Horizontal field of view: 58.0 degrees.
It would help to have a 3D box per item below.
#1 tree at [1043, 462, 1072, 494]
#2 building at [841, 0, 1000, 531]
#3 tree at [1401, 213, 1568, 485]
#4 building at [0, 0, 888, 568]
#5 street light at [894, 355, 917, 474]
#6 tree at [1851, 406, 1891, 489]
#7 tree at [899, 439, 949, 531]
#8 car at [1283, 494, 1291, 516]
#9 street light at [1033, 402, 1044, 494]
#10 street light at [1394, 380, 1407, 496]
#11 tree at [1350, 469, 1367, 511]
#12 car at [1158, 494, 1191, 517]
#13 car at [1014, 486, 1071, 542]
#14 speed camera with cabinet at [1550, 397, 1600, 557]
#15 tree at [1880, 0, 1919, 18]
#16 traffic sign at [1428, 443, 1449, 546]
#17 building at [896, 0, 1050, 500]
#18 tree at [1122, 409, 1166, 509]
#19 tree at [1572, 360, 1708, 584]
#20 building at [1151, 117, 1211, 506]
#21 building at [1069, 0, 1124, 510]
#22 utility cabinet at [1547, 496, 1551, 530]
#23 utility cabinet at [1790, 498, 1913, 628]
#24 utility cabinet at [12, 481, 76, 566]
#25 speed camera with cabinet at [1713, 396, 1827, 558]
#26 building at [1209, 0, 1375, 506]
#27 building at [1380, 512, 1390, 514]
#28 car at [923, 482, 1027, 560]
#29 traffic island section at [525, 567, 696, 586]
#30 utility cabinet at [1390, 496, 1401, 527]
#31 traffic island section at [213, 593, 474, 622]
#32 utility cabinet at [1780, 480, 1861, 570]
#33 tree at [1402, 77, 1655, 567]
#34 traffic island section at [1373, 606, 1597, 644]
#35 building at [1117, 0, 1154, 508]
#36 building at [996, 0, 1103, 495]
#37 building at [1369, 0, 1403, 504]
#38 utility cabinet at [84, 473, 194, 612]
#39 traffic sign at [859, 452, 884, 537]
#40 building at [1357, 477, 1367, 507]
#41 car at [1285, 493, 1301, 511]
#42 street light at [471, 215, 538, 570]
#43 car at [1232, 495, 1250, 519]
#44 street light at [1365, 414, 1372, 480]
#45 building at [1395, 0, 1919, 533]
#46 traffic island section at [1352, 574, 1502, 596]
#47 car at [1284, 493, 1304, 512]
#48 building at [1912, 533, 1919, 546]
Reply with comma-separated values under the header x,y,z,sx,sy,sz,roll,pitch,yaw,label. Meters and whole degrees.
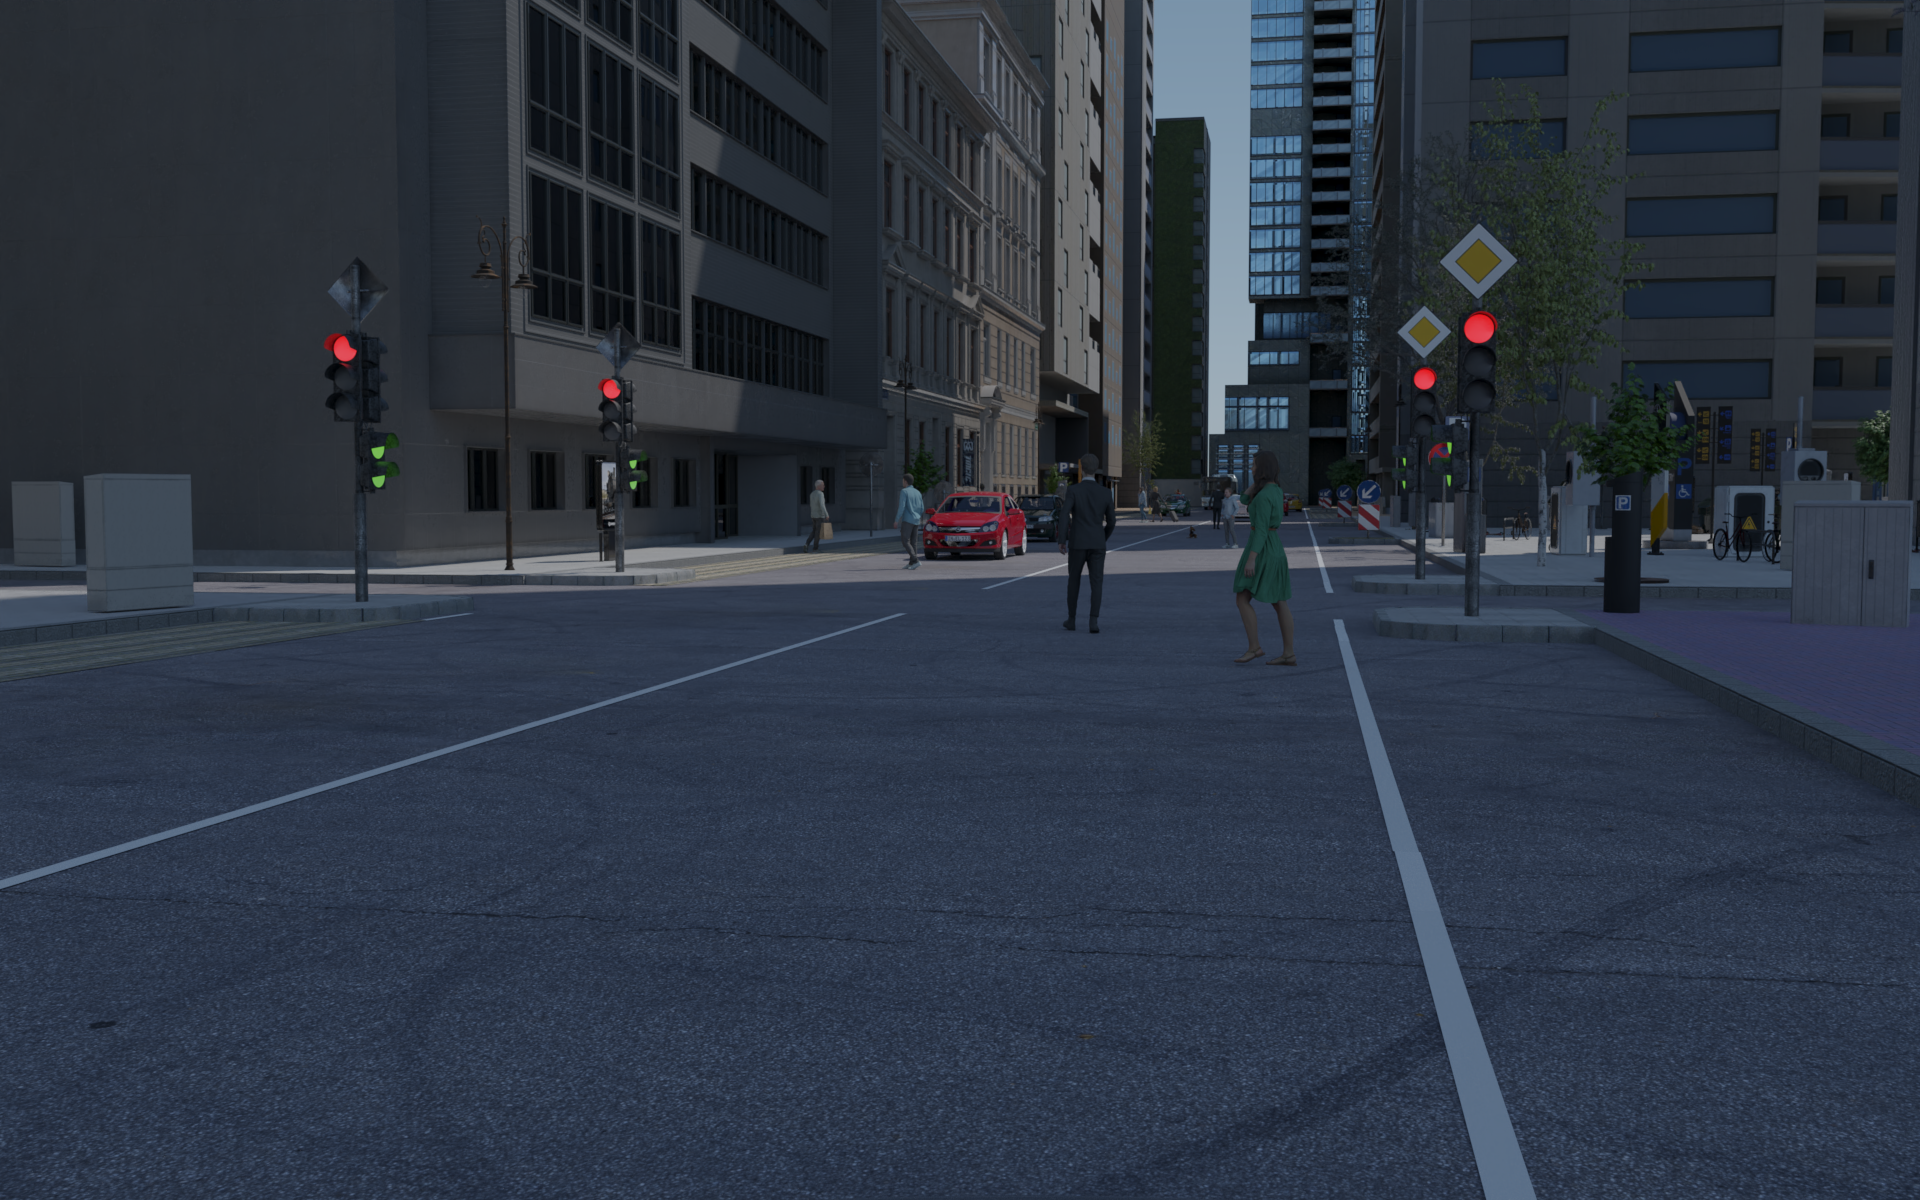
x,y,z,sx,sy,sz,roll,pitch,yaw,label
5.602,-6.579,102.161,1.663,3.219,1.824,0,3,0,tree
-5.896,-14.342,70.650,11.583,22.565,21.152,1,4,11,building
13.467,-5.802,45.226,4.360,8.622,3.978,0,3,0,tree
-12.163,-13.820,45.024,14.314,24.678,30.058,1,4,11,building
-1.812,-5.200,57.806,0.468,5.910,1.993,1,4,11,street light
32.639,-4.680,60.230,4.285,4.588,4.351,0,3,0,tree
-1.196,-4.039,60.632,1.663,3.219,1.824,0,3,0,tree
20.754,-6.432,114.210,2.155,1.783,4.494,1,4,10,car
3.943,-6.986,87.016,0.468,5.910,1.993,1,4,11,street light
17.506,-5.887,69.042,0.468,5.910,1.993,1,4,11,street light
30.853,-8.518,133.875,1.663,3.219,1.824,0,3,0,tree
13.838,-6.103,111.581,2.131,1.459,4.920,1,4,12,car
2.322,-2.633,52.835,2.009,1.686,4.222,1,4,12,car
12.780,-2.547,35.987,0.660,3.252,2.038,0,4,7,speed camera with cabinet
6.876,-5.981,8.166,12.009,13.543,11.850,0,3,0,tree
11.957,-2.611,42.801,0.768,2.556,0.104,1,4,15,traffic sign
-3.322,-18.657,90.947,13.634,28.700,20.117,1,4,11,building
15.848,-12.137,148.796,4.737,8.622,4.395,0,3,0,tree
9.703,-1.876,25.268,1.663,3.219,1.824,0,3,0,tree
20.395,-31.104,192.143,14.086,41.232,14.154,1,4,11,building
5.329,-29.807,137.463,14.600,45.320,14.200,1,4,11,building
21.138,-3.060,61.191,1.020,1.237,0.306,1,4,20,utility cabinet
8.734,-0.356,16.978,1.020,1.237,0.306,2,4,33,utility cabinet
-16.175,-1.340,30.592,1.173,1.500,0.318,1,4,23,utility cabinet
16.367,-2.485,34.970,2.038,3.252,0.660,0,4,-3,speed camera with cabinet
43.968,-53.715,190.919,31.000,86.520,22.319,1,4,11,building
43.902,-25.704,112.134,32.217,40.220,23.993,1,4,11,building
0.372,-1.842,39.165,2.155,1.783,4.494,1,4,11,car
-5.613,-0.381,28.504,2.009,0.180,2.903,1,4,11,traffic island section
16.952,-3.440,67.407,0.306,1.237,1.020,0,4,7,utility cabinet
-7.152,0.099,20.668,2.009,0.180,2.903,1,4,11,traffic island section
14.252,-1.224,28.698,0.318,1.500,1.173,-2,4,-34,utility cabinet
10.130,-4.888,30.283,4.737,8.622,4.395,0,3,0,tree
5.400,0.249,18.207,2.009,0.180,2.903,1,4,11,traffic island section
4.261,-38.278,167.849,28.212,58.520,21.231,1,4,11,building
-4.992,-32.343,118.051,28.713,52.752,27.495,1,4,11,building
43.662,-31.326,135.878,21.300,48.544,21.600,1,4,11,building
-9.075,-0.641,19.157,0.318,1.500,1.173,1,4,23,utility cabinet
-2.673,-3.177,52.048,0.768,2.556,0.104,1,4,13,traffic sign
53.134,-28.476,157.466,32.217,40.220,23.993,1,4,11,building
27.329,-8.269,144.244,2.155,1.783,4.494,1,4,10,car
-7.588,-3.438,29.005,0.468,5.910,1.993,1,4,11,street light
14.719,-4.762,90.228,2.083,1.381,4.827,1,4,11,car
23.144,-7.672,98.230,0.468,5.910,1.993,1,4,11,street light
30.376,-32.668,76.123,21.231,58.520,28.212,1,4,11,building
6.939,-0.230,26.043,2.009,0.180,2.903,1,4,11,traffic island section
26.478,-7.842,138.433,2.015,1.641,3.980,1,4,10,car
36.011,-29.951,31.692,28.212,58.520,21.231,1,4,11,building
